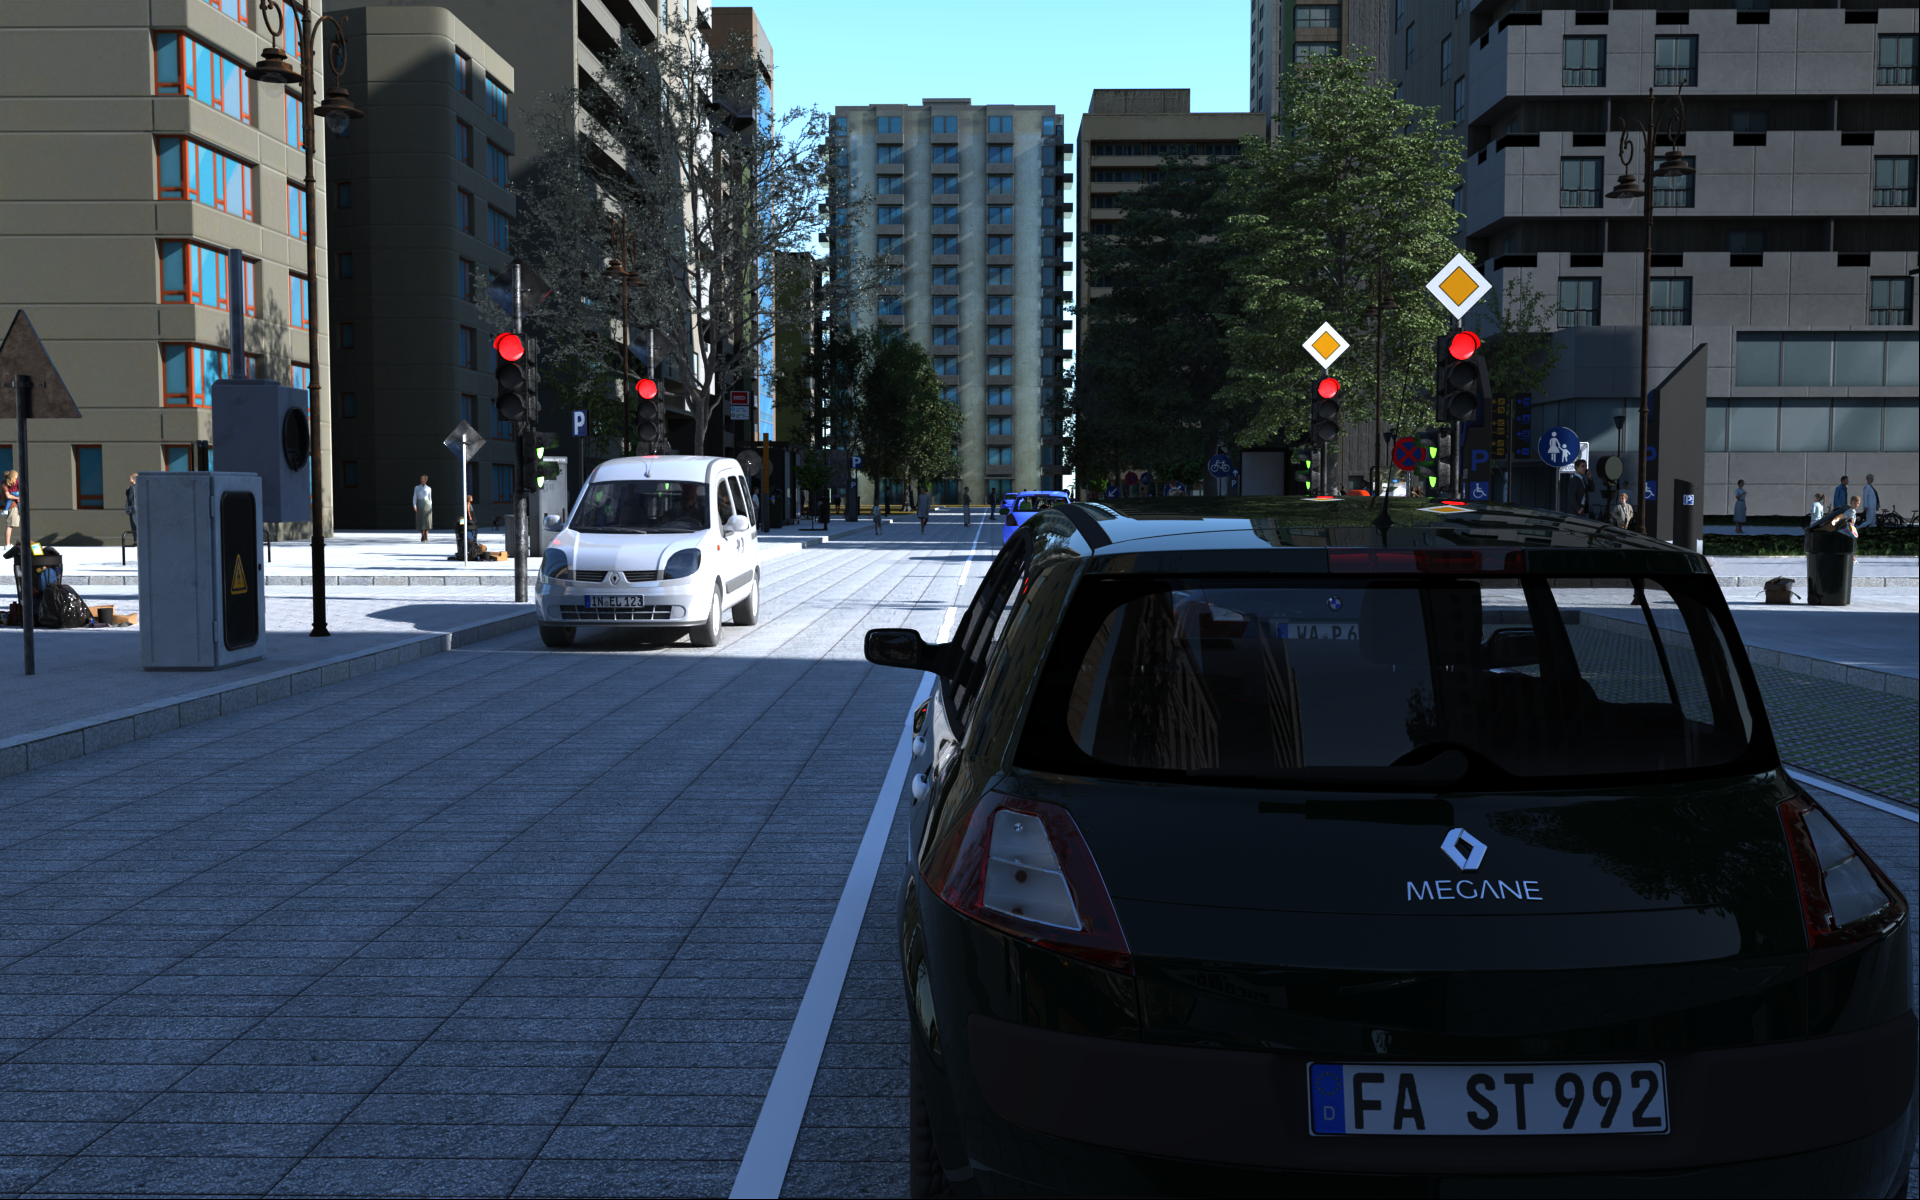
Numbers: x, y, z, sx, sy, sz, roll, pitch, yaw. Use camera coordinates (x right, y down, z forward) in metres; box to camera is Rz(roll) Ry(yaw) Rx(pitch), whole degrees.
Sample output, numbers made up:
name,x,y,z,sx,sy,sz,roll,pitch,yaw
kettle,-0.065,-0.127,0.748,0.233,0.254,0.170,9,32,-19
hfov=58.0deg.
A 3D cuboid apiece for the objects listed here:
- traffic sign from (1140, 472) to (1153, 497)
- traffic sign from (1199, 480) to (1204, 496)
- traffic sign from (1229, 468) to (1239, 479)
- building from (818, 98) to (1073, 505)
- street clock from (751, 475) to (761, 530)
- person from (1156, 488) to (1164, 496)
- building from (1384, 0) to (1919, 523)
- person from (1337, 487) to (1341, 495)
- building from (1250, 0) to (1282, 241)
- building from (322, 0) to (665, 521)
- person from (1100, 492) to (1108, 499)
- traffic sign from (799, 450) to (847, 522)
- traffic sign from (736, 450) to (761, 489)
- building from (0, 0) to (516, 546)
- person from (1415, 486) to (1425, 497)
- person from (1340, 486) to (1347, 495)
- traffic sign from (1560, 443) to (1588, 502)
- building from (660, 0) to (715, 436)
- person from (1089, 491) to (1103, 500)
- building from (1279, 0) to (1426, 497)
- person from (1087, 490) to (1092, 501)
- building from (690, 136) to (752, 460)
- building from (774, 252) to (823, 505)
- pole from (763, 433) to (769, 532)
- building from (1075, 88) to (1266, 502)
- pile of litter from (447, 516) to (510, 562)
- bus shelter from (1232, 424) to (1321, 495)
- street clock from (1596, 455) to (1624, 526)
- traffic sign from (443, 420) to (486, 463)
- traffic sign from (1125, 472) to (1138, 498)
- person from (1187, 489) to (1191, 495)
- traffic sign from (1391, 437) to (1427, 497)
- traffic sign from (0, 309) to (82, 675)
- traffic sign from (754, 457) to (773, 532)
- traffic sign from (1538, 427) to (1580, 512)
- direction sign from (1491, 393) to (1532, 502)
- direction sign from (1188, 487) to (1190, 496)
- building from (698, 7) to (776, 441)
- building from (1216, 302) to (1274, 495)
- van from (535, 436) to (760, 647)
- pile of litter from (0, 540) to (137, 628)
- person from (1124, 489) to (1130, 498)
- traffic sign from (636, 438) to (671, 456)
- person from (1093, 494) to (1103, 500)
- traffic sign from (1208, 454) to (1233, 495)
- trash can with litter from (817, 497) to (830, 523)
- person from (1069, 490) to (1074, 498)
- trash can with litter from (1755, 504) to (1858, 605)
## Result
name,x,y,z,sx,sy,sz,roll,pitch,yaw
traffic sign,10.884,-6.170,100.980,0.768,2.556,0.104,0,4,5
traffic sign,11.698,-5.151,84.323,0.768,2.556,0.104,0,4,3
traffic sign,13.479,-5.160,84.466,0.768,2.556,0.104,0,4,6
building,-1.638,-36.254,212.362,30.456,49.044,23.786,0,4,1
street clock,-7.341,-3.532,62.321,0.358,2.002,0.471,0,4,5
person,15.082,-7.607,131.139,1.217,1.735,0.721,3,5,43
building,38.287,-30.524,88.304,28.713,52.752,27.495,0,4,1
person,24.514,-6.540,113.053,0.705,1.814,1.350,-2,4,-26
building,46.593,-47.165,209.399,20.611,71.187,20.563,0,4,1
building,-27.928,-28.445,88.784,21.300,48.544,21.600,0,4,1
person,13.709,-9.542,162.065,1.348,1.822,0.705,-1,4,-15
traffic sign,-6.295,-5.216,79.159,2.265,3.308,0.079,0,4,4
traffic sign,-6.120,-3.052,50.012,0.768,2.556,0.104,1,4,9
building,-32.172,-12.933,56.494,27.650,21.520,28.899,0,4,1
person,31.456,-6.893,118.884,1.348,1.807,0.705,1,4,12
person,26.597,-6.985,120.267,0.705,1.821,1.348,-2,4,-34
traffic sign,12.090,-1.966,34.269,0.606,2.300,0.079,0,4,5
building,-31.877,-32.318,117.639,28.713,52.752,27.495,0,4,1
person,10.232,-7.615,131.267,1.217,1.743,0.721,1,4,19
building,30.494,-27.180,127.987,14.154,41.232,14.086,0,4,1
person,13.610,-10.645,180.616,0.617,1.759,0.750,0,4,7
building,-24.805,-22.514,139.799,14.160,30.474,14.107,0,4,1
building,-24.014,-26.682,207.949,14.107,30.474,14.160,0,4,1
pole,-6.471,-3.914,57.831,0.158,3.312,0.155,0,3,0
building,24.829,-35.906,210.767,21.600,48.544,21.300,0,4,1
pile of litter,-9.348,-1.202,33.622,1.176,0.858,1.719,-1,4,-16
bus shelter,9.637,-3.588,52.583,2.014,3.302,5.546,0,4,1
street clock,12.203,-1.712,32.567,0.471,2.002,0.358,-2,4,-24
traffic sign,-8.769,-1.891,30.649,0.795,2.593,0.064,1,4,8
traffic sign,9.900,-6.118,100.131,0.768,2.556,0.104,0,4,7
person,22.905,-10.165,172.239,1.348,1.824,0.705,-3,4,-37
traffic sign,9.945,-2.346,38.455,0.768,2.556,0.104,0,4,8
traffic sign,-6.611,-0.748,12.234,0.884,2.594,0.081,1,4,9
traffic sign,-6.752,-3.604,59.031,0.768,2.556,0.104,0,4,7
traffic sign,11.316,-2.000,32.798,0.768,2.556,0.104,1,4,9
direction sign,12.311,-2.862,38.797,0.876,3.537,0.379,1,4,14
direction sign,10.765,-5.465,81.342,0.876,3.537,0.379,-1,4,-22
building,-24.894,-31.081,158.292,14.200,45.320,14.600,0,4,1
building,37.976,-18.680,150.462,27.650,21.520,28.899,0,4,1
van,-3.068,-0.645,17.558,2.013,2.044,4.112,0,4,1
pile of litter,-8.878,-0.187,17.027,1.719,0.858,1.176,3,4,36
person,16.961,-10.353,175.769,0.683,1.767,0.568,-1,4,-13
traffic sign,-6.526,-2.250,36.896,0.768,2.556,0.104,0,4,6
person,13.923,-10.395,176.004,0.705,1.823,1.348,-3,5,-42
traffic sign,8.240,-3.351,54.888,0.768,2.556,0.104,0,4,3
trash can with litter,-6.083,-3.967,76.249,0.624,1.170,1.055,-1,4,-18
person,11.382,-10.404,176.886,0.721,1.736,1.217,1,4,18
trash can with litter,9.819,-0.532,20.080,1.055,1.170,0.624,2,4,29
